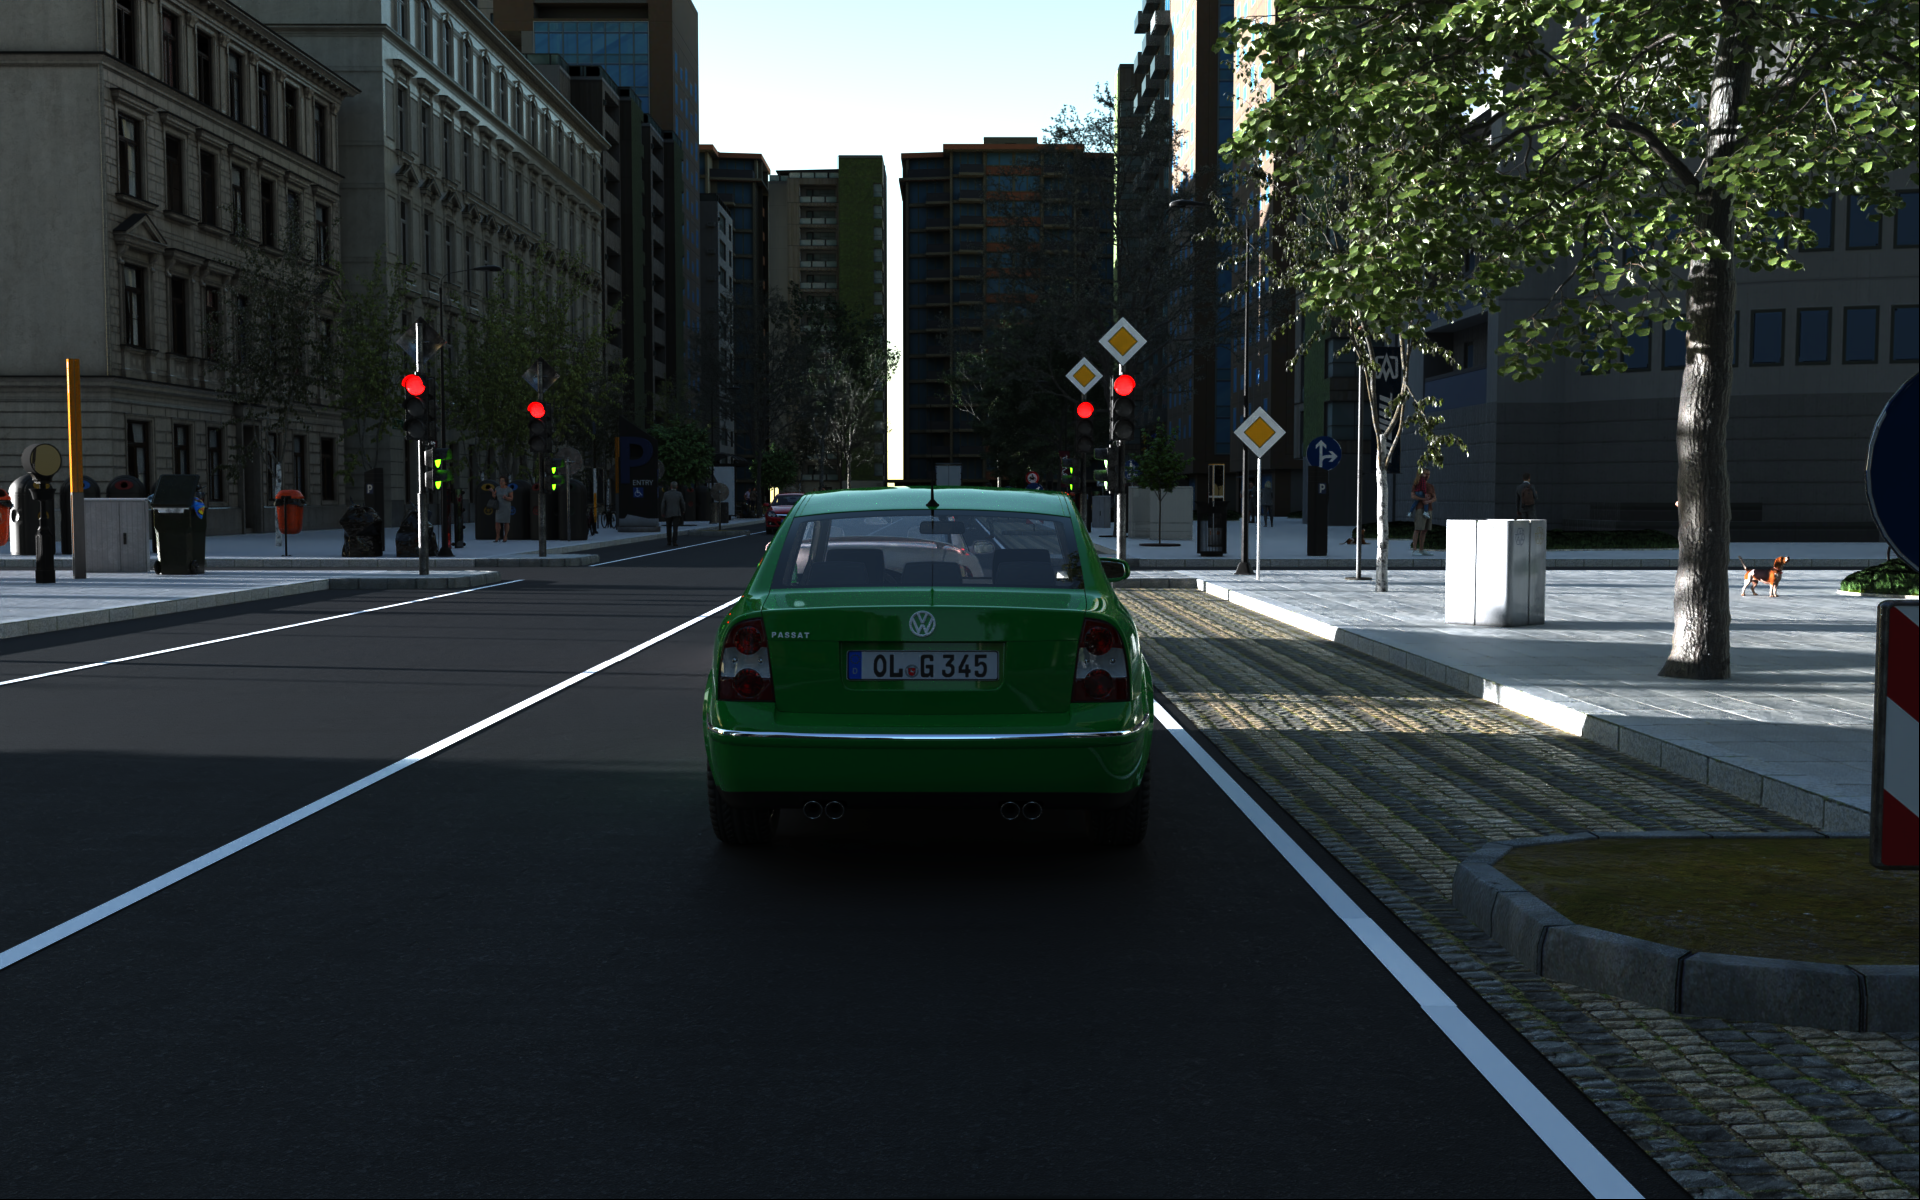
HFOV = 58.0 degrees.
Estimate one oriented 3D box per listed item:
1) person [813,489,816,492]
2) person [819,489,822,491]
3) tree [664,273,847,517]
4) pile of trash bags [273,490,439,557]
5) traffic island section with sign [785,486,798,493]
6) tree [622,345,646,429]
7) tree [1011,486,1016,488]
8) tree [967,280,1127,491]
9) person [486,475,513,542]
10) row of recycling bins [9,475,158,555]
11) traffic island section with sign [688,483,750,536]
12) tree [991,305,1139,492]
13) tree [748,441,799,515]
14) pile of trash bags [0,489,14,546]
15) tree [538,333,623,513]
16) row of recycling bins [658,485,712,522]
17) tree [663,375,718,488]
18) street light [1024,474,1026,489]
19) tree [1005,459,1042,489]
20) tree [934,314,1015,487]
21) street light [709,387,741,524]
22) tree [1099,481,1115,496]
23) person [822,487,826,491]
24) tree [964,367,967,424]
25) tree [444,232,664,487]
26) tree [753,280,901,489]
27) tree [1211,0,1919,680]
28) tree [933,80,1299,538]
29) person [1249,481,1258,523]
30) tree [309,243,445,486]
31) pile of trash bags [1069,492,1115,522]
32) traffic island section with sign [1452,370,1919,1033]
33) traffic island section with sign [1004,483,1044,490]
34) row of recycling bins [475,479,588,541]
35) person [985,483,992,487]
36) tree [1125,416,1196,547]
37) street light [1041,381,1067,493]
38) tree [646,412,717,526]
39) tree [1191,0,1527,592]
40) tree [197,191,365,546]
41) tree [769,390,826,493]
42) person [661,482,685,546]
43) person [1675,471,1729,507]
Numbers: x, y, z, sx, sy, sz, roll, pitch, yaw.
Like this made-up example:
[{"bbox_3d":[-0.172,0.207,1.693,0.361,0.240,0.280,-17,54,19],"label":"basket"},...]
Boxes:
[{"bbox_3d":[-8.303,-5.371,96.991,0.598,1.740,0.731,1,4,12],"label":"person"},{"bbox_3d":[-8.384,-5.777,103.708,0.466,1.731,0.760,3,5,42],"label":"person"},{"bbox_3d":[-11.231,-11.377,96.384,12.009,13.543,11.850,0,3,0],"label":"tree"},{"bbox_3d":[-12.520,-1.605,35.994,3.447,1.369,1.912,0,3,0],"label":"pile of trash bags"},{"bbox_3d":[-8.494,-4.831,87.612,1.989,1.847,2.006,0,4,0],"label":"traffic island section with sign"},{"bbox_3d":[-17.482,-8.274,85.637,4.360,8.622,3.978,0,3,0],"label":"tree"},{"bbox_3d":[4.841,-11.910,145.097,4.360,8.622,3.978,0,3,0],"label":"tree"},{"bbox_3d":[5.333,-12.101,104.504,9.857,13.997,8.962,0,3,0],"label":"tree"},{"bbox_3d":[-12.261,-2.425,46.043,0.716,1.782,0.532,1,4,8],"label":"person"},{"bbox_3d":[-18.471,-1.846,37.302,3.534,1.692,1.069,-2,4,-29],"label":"row of recycling bins"},{"bbox_3d":[-8.378,-3.170,60.454,1.989,1.847,2.006,0,4,0],"label":"traffic island section with sign"},{"bbox_3d":[4.962,-9.028,82.015,7.601,10.594,8.767,0,4,1],"label":"tree"},{"bbox_3d":[-11.435,-7.529,106.820,4.285,4.588,4.351,0,3,0],"label":"tree"},{"bbox_3d":[-16.141,-1.015,26.344,1.912,1.369,3.447,2,4,31],"label":"pile of trash bags"},{"bbox_3d":[-17.958,-7.919,79.835,4.360,8.622,3.978,0,3,0],"label":"tree"},{"bbox_3d":[-13.259,-4.560,81.675,1.069,1.692,3.534,3,5,44],"label":"row of recycling bins"},{"bbox_3d":[-17.161,-9.499,105.678,4.737,8.622,4.395,0,3,0],"label":"tree"},{"bbox_3d":[3.604,-8.446,110.640,1.470,5.913,1.316,0,4,0],"label":"street light"},{"bbox_3d":[4.786,-8.830,128.080,4.285,4.588,4.351,0,3,0],"label":"tree"},{"bbox_3d":[3.516,-20.004,182.949,12.611,20.169,13.585,0,3,0],"label":"tree"},{"bbox_3d":[-10.192,-6.270,75.061,1.470,5.913,1.316,0,4,0],"label":"street light"},{"bbox_3d":[7.791,-5.736,88.391,1.663,3.219,1.824,0,3,0],"label":"tree"},{"bbox_3d":[-7.751,-5.566,99.310,0.447,1.846,0.655,-2,4,-35],"label":"person"},{"bbox_3d":[5.054,-13.062,120.225,9.857,13.997,8.962,0,3,0],"label":"tree"},{"bbox_3d":[-11.740,-6.088,49.903,4.737,8.622,4.395,0,3,0],"label":"tree"},{"bbox_3d":[-12.597,-18.185,153.209,12.611,20.169,13.585,0,3,0],"label":"tree"},{"bbox_3d":[5.613,-5.729,11.789,7.486,12.596,7.792,0,3,0],"label":"tree"},{"bbox_3d":[4.741,-8.611,51.162,12.009,13.543,11.850,0,3,0],"label":"tree"},{"bbox_3d":[12.949,-4.320,76.473,0.447,1.846,0.655,-2,4,-32],"label":"person"},{"bbox_3d":[-17.448,-6.195,51.646,4.737,8.622,4.395,0,3,0],"label":"tree"},{"bbox_3d":[5.988,-4.284,79.798,1.912,1.369,3.447,-2,4,-30],"label":"pile of trash bags"},{"bbox_3d":[2.699,0.190,5.522,1.989,1.847,2.006,0,4,0],"label":"traffic island section with sign"},{"bbox_3d":[2.449,-3.162,60.319,1.989,1.847,2.006,0,4,0],"label":"traffic island section with sign"},{"bbox_3d":[-12.032,-2.537,48.586,3.534,1.692,1.069,1,4,19],"label":"row of recycling bins"},{"bbox_3d":[0.889,-2.894,55.991,0.466,1.800,0.511,-1,4,-9],"label":"person"},{"bbox_3d":[4.930,-2.953,42.880,1.663,3.219,1.824,0,3,0],"label":"tree"},{"bbox_3d":[3.800,-6.022,71.007,1.470,5.913,1.316,0,4,0],"label":"street light"},{"bbox_3d":[-11.341,-5.267,69.836,4.285,4.588,4.351,0,3,0],"label":"tree"},{"bbox_3d":[5.369,-4.405,22.388,4.360,8.622,3.978,0,3,0],"label":"tree"},{"bbox_3d":[-16.835,-5.644,42.638,4.360,8.622,3.978,0,3,0],"label":"tree"},{"bbox_3d":[-11.370,-10.500,122.034,4.360,8.622,3.978,0,3,0],"label":"tree"},{"bbox_3d":[-7.918,-2.381,47.821,0.661,1.777,0.834,-1,4,-11],"label":"person"},{"bbox_3d":[7.505,-0.719,17.604,0.447,1.846,0.655,3,5,44],"label":"person"}]
